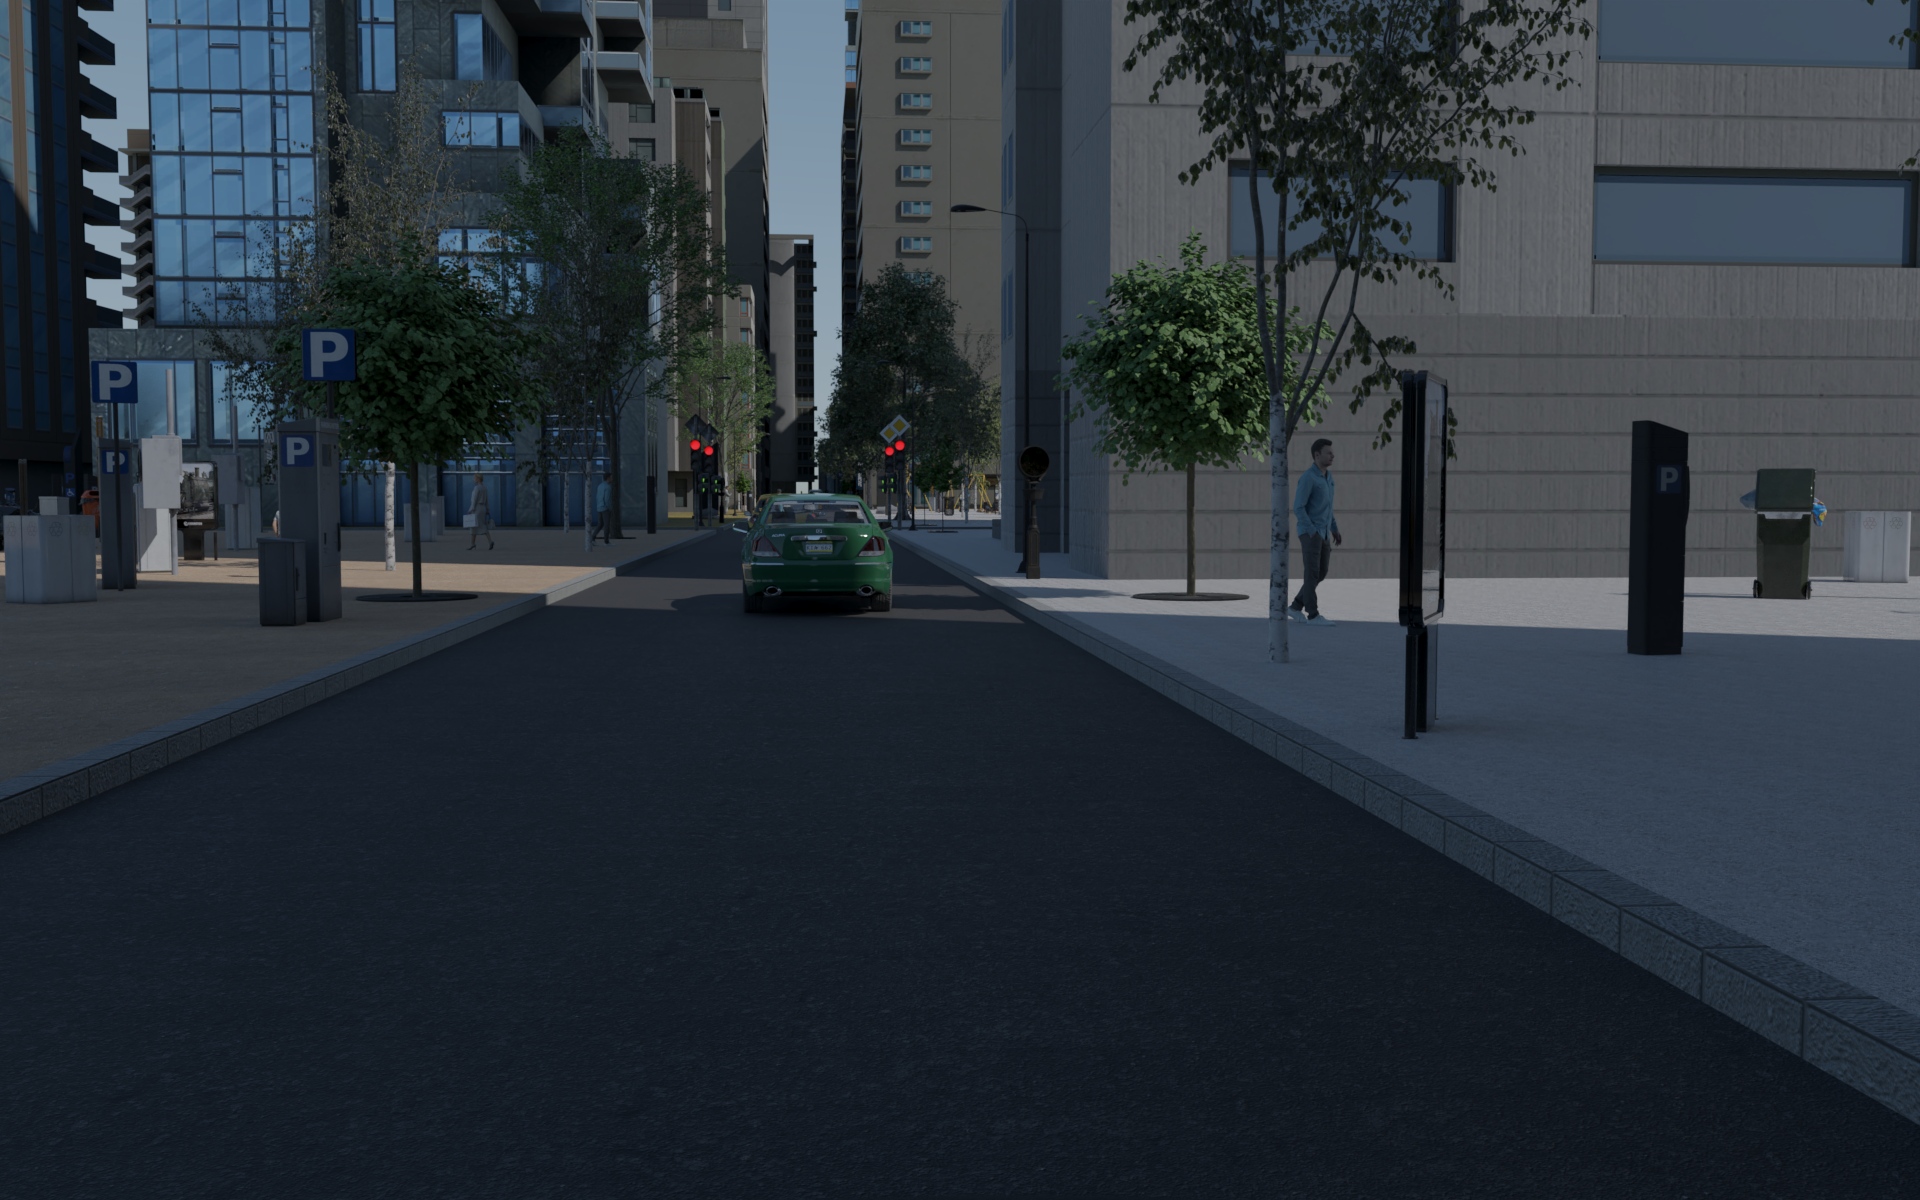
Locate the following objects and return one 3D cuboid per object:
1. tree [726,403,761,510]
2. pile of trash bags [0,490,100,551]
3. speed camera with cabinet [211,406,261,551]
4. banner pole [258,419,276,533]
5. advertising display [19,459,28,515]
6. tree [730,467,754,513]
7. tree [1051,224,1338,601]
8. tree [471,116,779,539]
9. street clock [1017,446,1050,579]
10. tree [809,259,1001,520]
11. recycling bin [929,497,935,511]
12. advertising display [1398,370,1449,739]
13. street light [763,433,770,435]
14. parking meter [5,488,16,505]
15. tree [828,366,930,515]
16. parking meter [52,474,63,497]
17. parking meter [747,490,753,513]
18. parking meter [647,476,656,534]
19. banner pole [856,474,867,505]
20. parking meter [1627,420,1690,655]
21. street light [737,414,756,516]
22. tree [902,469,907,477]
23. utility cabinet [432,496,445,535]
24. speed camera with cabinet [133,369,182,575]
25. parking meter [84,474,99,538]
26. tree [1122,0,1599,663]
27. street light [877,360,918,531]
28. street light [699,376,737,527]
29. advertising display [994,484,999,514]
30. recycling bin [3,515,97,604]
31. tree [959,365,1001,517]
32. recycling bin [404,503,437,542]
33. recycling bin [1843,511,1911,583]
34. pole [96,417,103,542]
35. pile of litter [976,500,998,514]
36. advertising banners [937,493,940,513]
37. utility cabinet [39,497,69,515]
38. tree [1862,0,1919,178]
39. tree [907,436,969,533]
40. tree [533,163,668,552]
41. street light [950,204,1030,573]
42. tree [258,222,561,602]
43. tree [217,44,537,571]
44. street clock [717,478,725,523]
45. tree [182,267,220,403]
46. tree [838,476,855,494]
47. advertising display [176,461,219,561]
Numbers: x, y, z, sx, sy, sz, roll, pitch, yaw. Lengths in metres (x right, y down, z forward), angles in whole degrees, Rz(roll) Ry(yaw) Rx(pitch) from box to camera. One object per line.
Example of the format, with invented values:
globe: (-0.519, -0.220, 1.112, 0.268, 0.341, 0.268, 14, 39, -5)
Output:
tree: (-17.614, -11.342, 135.804, 4.737, 8.622, 4.395, 0, 3, 0)
pile of trash bags: (-21.454, -1.844, 39.898, 3.447, 1.369, 1.912, -3, 5, -41)
speed camera with cabinet: (-16.546, -2.767, 39.576, 0.660, 3.252, 2.038, -1, 4, -9)
banner pole: (-23.107, -4.138, 57.674, 0.863, 3.779, 0.401, 1, 4, 19)
advertising display: (-17.551, -1.667, 32.477, 0.123, 1.923, 0.974, -2, 4, -29)
tree: (-15.108, -7.696, 120.434, 1.663, 3.219, 1.824, 0, 3, 0)
tree: (2.806, -2.301, 21.333, 4.285, 4.588, 4.351, 0, 3, 0)
tree: (-10.027, -7.551, 49.221, 9.928, 11.665, 9.643, 0, 3, 0)
street clock: (1.104, -1.318, 26.113, 0.471, 2.002, 0.358, 0, 4, -8)
tree: (-2.697, -10.247, 84.553, 9.611, 12.733, 9.660, 0, 3, 0)
recycling bin: (-1.854, -7.184, 130.014, 0.722, 1.027, 0.722, -3, 4, -39)
advertising display: (2.524, -0.258, 9.428, 0.123, 1.923, 0.974, 1, 4, 22)
street light: (-15.261, -9.800, 132.771, 1.470, 5.913, 1.316, 0, 4, -5)
parking meter: (-37.610, -3.682, 68.610, 0.372, 1.533, 0.369, 0, 3, 0)
tree: (-4.635, -10.328, 103.282, 7.601, 10.594, 8.767, -3, 4, -38)
parking meter: (-26.506, -2.764, 50.907, 0.255, 1.863, 0.399, -1, 4, -21)
parking meter: (-13.492, -6.290, 111.254, 0.372, 1.533, 0.369, 0, 3, 0)
parking meter: (-9.960, -3.071, 55.930, 0.255, 1.863, 0.399, 0, 4, -2)
banner pole: (-6.250, -7.384, 110.752, 0.863, 3.779, 0.401, 0, 4, -6)
parking meter: (5.592, -0.499, 13.863, 0.399, 1.863, 0.255, -1, 4, -14)
street light: (-12.543, -7.830, 100.564, 1.470, 5.913, 1.316, 0, 4, -5)
tree: (-1.303, -4.620, 70.138, 1.663, 3.219, 1.824, 0, 3, 0)
utility cabinet: (-16.328, -2.633, 54.218, 0.306, 1.237, 1.020, -1, 4, -13)
speed camera with cabinet: (-13.037, -2.062, 28.048, 0.660, 3.252, 2.038, -2, 4, -29)
parking meter: (-25.250, -2.736, 50.452, 0.255, 1.863, 0.399, 2, 4, 34)
tree: (2.588, -3.818, 12.782, 4.360, 8.622, 3.978, 0, 3, 0)
street light: (-2.179, -5.372, 60.378, 1.470, 5.913, 1.316, 0, 4, -5)
street light: (-9.708, -5.861, 68.368, 1.470, 5.913, 1.316, 0, 4, -5)
advertising display: (2.604, -6.378, 109.496, 0.974, 1.923, 0.123, -2, 4, -31)
recycling bin: (-10.788, -0.489, 20.548, 0.722, 1.027, 0.722, 2, 4, 26)
tree: (0.306, -8.819, 94.547, 4.737, 8.622, 4.395, 0, 3, 0)
recycling bin: (-14.478, -2.075, 46.478, 0.722, 1.027, 0.722, 0, 4, -5)
recycling bin: (13.380, -0.779, 25.286, 0.722, 1.027, 0.722, 1, 4, 14)
pole: (-22.761, -3.184, 45.893, 0.158, 3.312, 0.155, 0, 3, 0)
pile of litter: (1.593, -6.485, 119.990, 1.176, 0.858, 1.719, 2, 4, 35)
advertising banners: (-1.411, -7.396, 117.114, 0.090, 3.025, 2.074, 0, 4, -5)
utility cabinet: (-22.353, -1.934, 42.782, 1.020, 1.237, 0.306, 3, 5, 39)
tree: (8.407, -3.790, 12.329, 4.360, 8.622, 3.978, 0, 3, 0)
tree: (-0.454, -3.860, 57.707, 1.663, 3.219, 1.824, 0, 3, 0)
tree: (-8.472, -5.393, 38.534, 4.360, 8.622, 3.978, 0, 3, 0)
street light: (0.539, -3.390, 27.975, 1.470, 5.913, 1.316, 0, 4, -5)
tree: (-6.732, -2.290, 21.148, 4.285, 4.588, 4.351, 0, 3, 0)
tree: (-9.590, -4.812, 29.036, 4.360, 8.622, 3.978, 0, 3, 0)
street clock: (-10.521, -4.395, 76.429, 0.358, 2.002, 0.471, 1, 4, 9)
tree: (-17.017, -5.715, 43.797, 4.360, 8.622, 3.978, 0, 3, 0)
tree: (-11.067, -10.634, 168.471, 1.663, 3.219, 1.824, 0, 3, 0)
advertising display: (-14.795, -1.724, 33.406, 0.974, 1.923, 0.123, 0, 4, 3)
